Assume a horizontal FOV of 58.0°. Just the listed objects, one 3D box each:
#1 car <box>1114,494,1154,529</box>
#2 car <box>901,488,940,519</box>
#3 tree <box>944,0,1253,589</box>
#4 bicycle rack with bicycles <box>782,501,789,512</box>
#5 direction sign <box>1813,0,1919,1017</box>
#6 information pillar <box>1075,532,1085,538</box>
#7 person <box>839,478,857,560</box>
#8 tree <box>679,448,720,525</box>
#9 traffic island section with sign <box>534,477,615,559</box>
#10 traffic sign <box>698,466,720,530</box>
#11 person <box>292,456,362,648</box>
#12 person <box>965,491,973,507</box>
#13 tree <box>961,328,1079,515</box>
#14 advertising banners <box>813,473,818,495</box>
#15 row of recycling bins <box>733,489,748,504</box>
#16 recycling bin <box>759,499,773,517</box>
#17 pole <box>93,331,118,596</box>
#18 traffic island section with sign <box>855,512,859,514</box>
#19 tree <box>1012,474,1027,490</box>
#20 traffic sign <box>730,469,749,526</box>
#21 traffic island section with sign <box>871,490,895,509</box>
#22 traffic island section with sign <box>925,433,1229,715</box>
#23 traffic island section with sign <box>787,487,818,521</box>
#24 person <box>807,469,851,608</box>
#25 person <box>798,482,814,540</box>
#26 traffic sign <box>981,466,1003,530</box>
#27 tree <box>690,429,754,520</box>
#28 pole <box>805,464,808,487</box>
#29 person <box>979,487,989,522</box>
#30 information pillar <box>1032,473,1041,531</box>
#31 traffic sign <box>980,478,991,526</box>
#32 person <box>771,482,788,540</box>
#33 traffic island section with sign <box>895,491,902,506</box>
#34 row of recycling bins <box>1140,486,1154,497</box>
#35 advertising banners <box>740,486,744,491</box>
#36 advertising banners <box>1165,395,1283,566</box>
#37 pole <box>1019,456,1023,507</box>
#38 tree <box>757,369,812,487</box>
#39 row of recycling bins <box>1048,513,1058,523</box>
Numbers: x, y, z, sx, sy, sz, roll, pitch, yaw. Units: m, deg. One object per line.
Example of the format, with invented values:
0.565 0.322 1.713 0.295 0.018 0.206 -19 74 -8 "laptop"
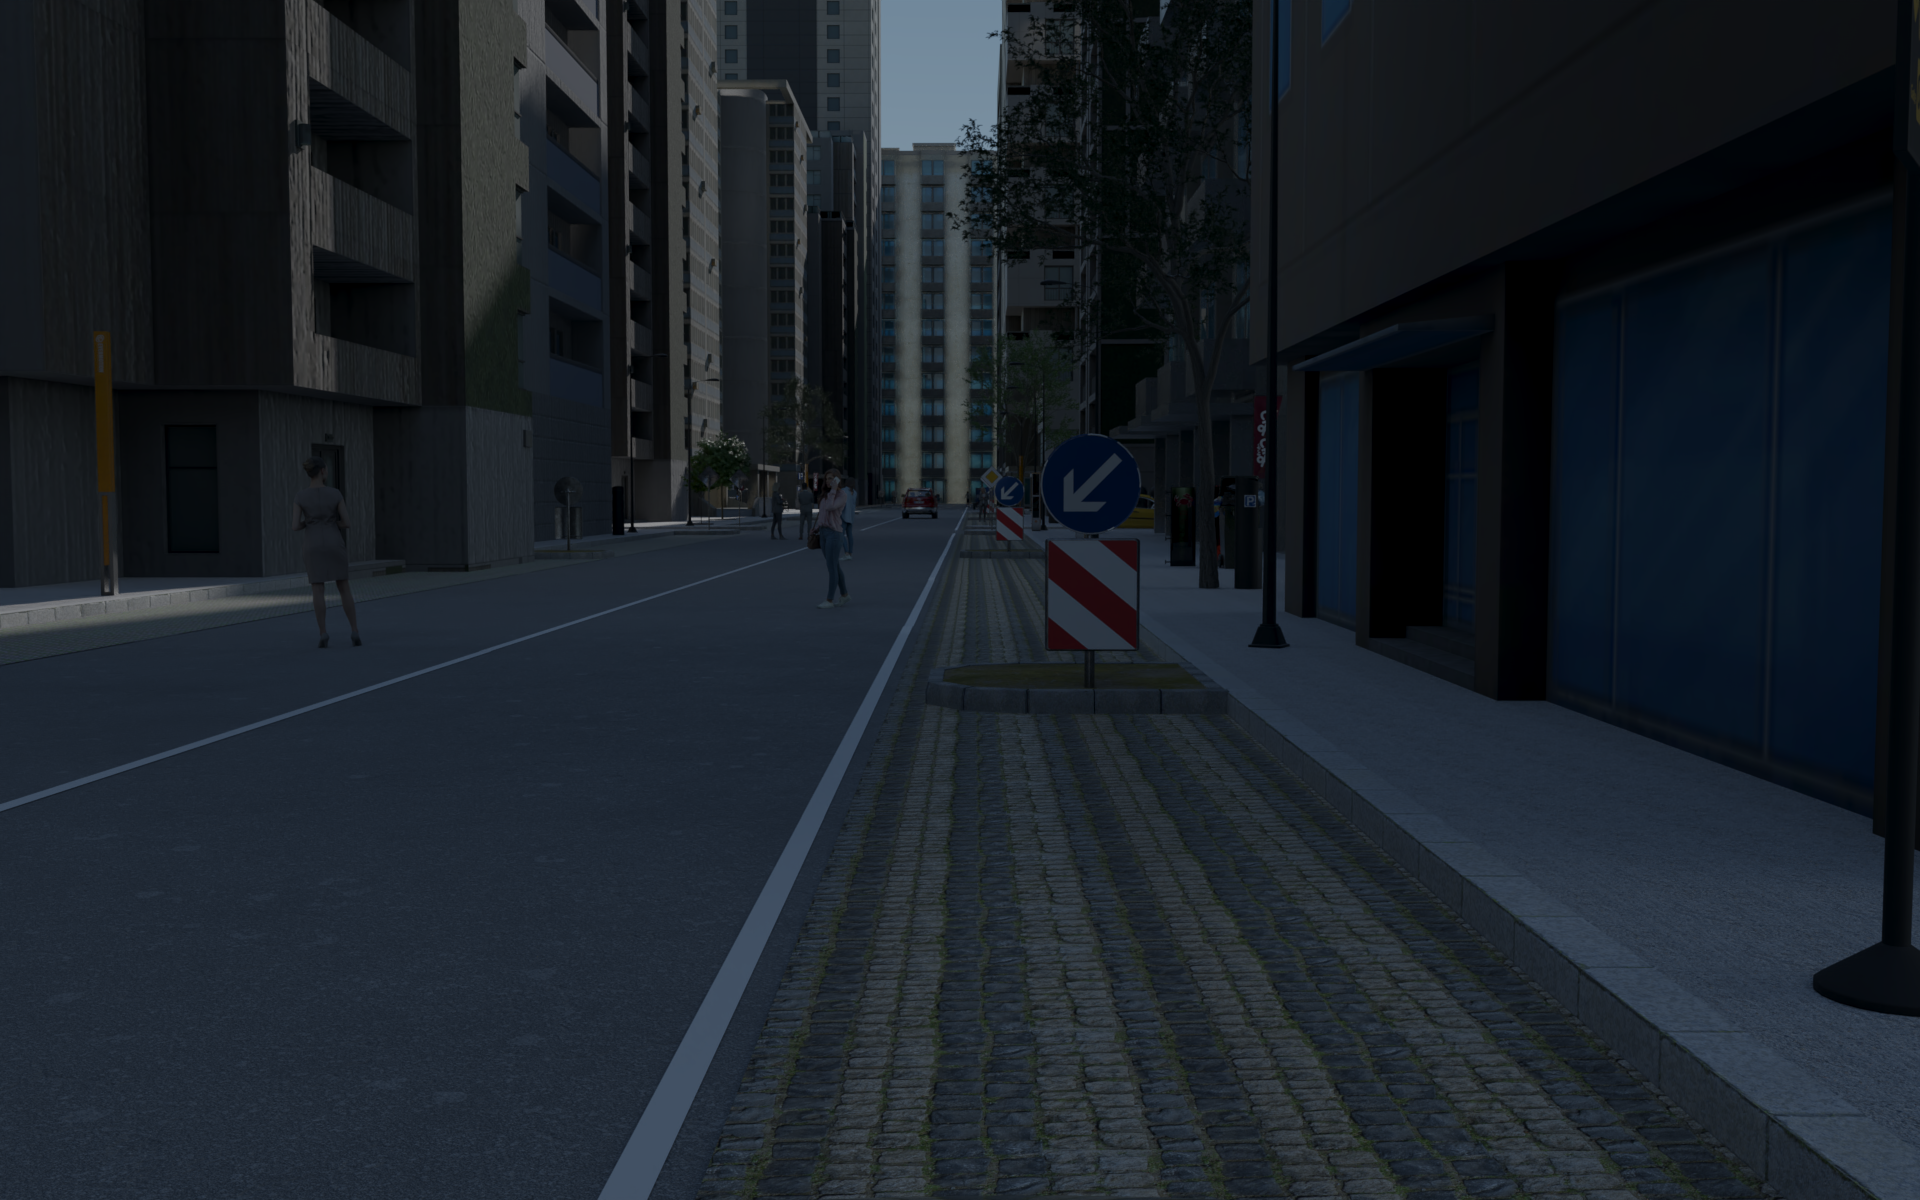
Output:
6.903 -3.350 65.004 3.980 1.641 2.015 0 4 2 "car"
-2.343 -5.712 102.069 2.281 1.827 5.304 0 4 0 "car"
3.522 -5.456 23.616 8.767 10.594 7.601 1 4 18 "tree"
-13.567 -6.905 126.279 2.852 0.926 2.925 3 5 41 "bicycle rack with bicycles"
2.389 -0.754 4.320 0.379 3.537 0.876 2 4 35 "direction sign"
3.127 -2.403 43.776 0.304 2.012 0.304 3 5 44 "information pillar"
-2.452 -1.764 37.613 0.793 1.790 0.793 0 4 1 "person"
-10.984 -4.772 72.631 1.663 3.219 1.824 0 3 0 "tree"
-8.795 -1.834 38.606 1.989 1.847 2.006 0 4 0 "traffic island section with sign"
-8.912 -3.539 61.499 0.795 2.450 0.064 0 4 0 "traffic sign"
-5.910 -0.448 16.162 0.599 1.781 0.374 -1 4 -23 "person"
0.919 -11.037 189.734 0.721 1.735 1.217 -3 5 -44 "person"
3.831 -11.179 108.527 9.928 11.665 9.643 0 3 0 "tree"
-12.457 -8.951 142.540 2.074 3.025 0.090 2 4 34 "advertising banners"
-16.571 -7.627 131.813 3.534 1.692 1.069 0 4 7 "row of recycling bins"
-10.848 -5.199 97.553 0.722 1.027 0.722 1 4 21 "recycling bin"
-10.763 -1.711 21.823 0.158 3.312 0.155 0 3 0 "pole"
-8.134 -6.914 121.667 1.989 1.847 2.006 0 4 0 "traffic island section with sign"
4.927 -9.347 147.425 1.663 3.219 1.824 0 3 0 "tree"
-8.848 -4.027 69.484 0.795 2.450 0.064 0 4 0 "traffic sign"
-7.732 -9.953 171.362 1.989 1.847 2.006 0 4 0 "traffic island section with sign"
0.761 -0.215 12.151 1.989 1.847 2.006 0 4 0 "traffic island section with sign"
-8.346 -5.230 94.146 1.989 1.847 2.006 0 4 0 "traffic island section with sign"
-1.587 -0.784 21.904 0.643 1.750 0.593 -2 4 -35 "person"
-4.856 -2.808 54.594 0.511 1.800 0.466 -1 4 -10 "person"
1.131 -3.532 61.398 0.795 2.450 0.064 0 4 0 "traffic sign"
-11.982 -6.327 87.166 4.285 4.588 4.351 0 3 0 "tree"
-10.413 -7.568 117.582 0.158 3.312 0.155 0 3 0 "pole"
1.227 -4.892 88.660 0.537 1.800 0.526 0 4 8 "person"
2.644 -3.391 59.942 0.304 2.012 0.304 0 4 8 "information pillar"
1.195 -4.021 69.383 0.795 2.450 0.064 0 4 0 "traffic sign"
-5.710 -2.806 54.564 0.526 1.800 0.537 -1 4 -10 "person"
-7.501 -11.662 199.304 1.989 1.847 2.006 0 4 0 "traffic island section with sign"
8.057 -4.578 81.963 3.534 1.692 1.069 0 4 -4 "row of recycling bins"
-16.161 -8.383 133.250 2.074 3.025 0.090 -2 4 -32 "advertising banners"
4.675 -2.109 30.671 2.074 3.025 0.090 0 4 -3 "advertising banners"
3.256 -6.021 92.288 0.158 3.312 0.155 0 3 0 "pole"
-11.699 -11.972 130.148 7.601 10.594 8.767 0 4 6 "tree"
5.651 -4.217 76.069 3.534 1.692 1.069 0 4 -1 "row of recycling bins"
